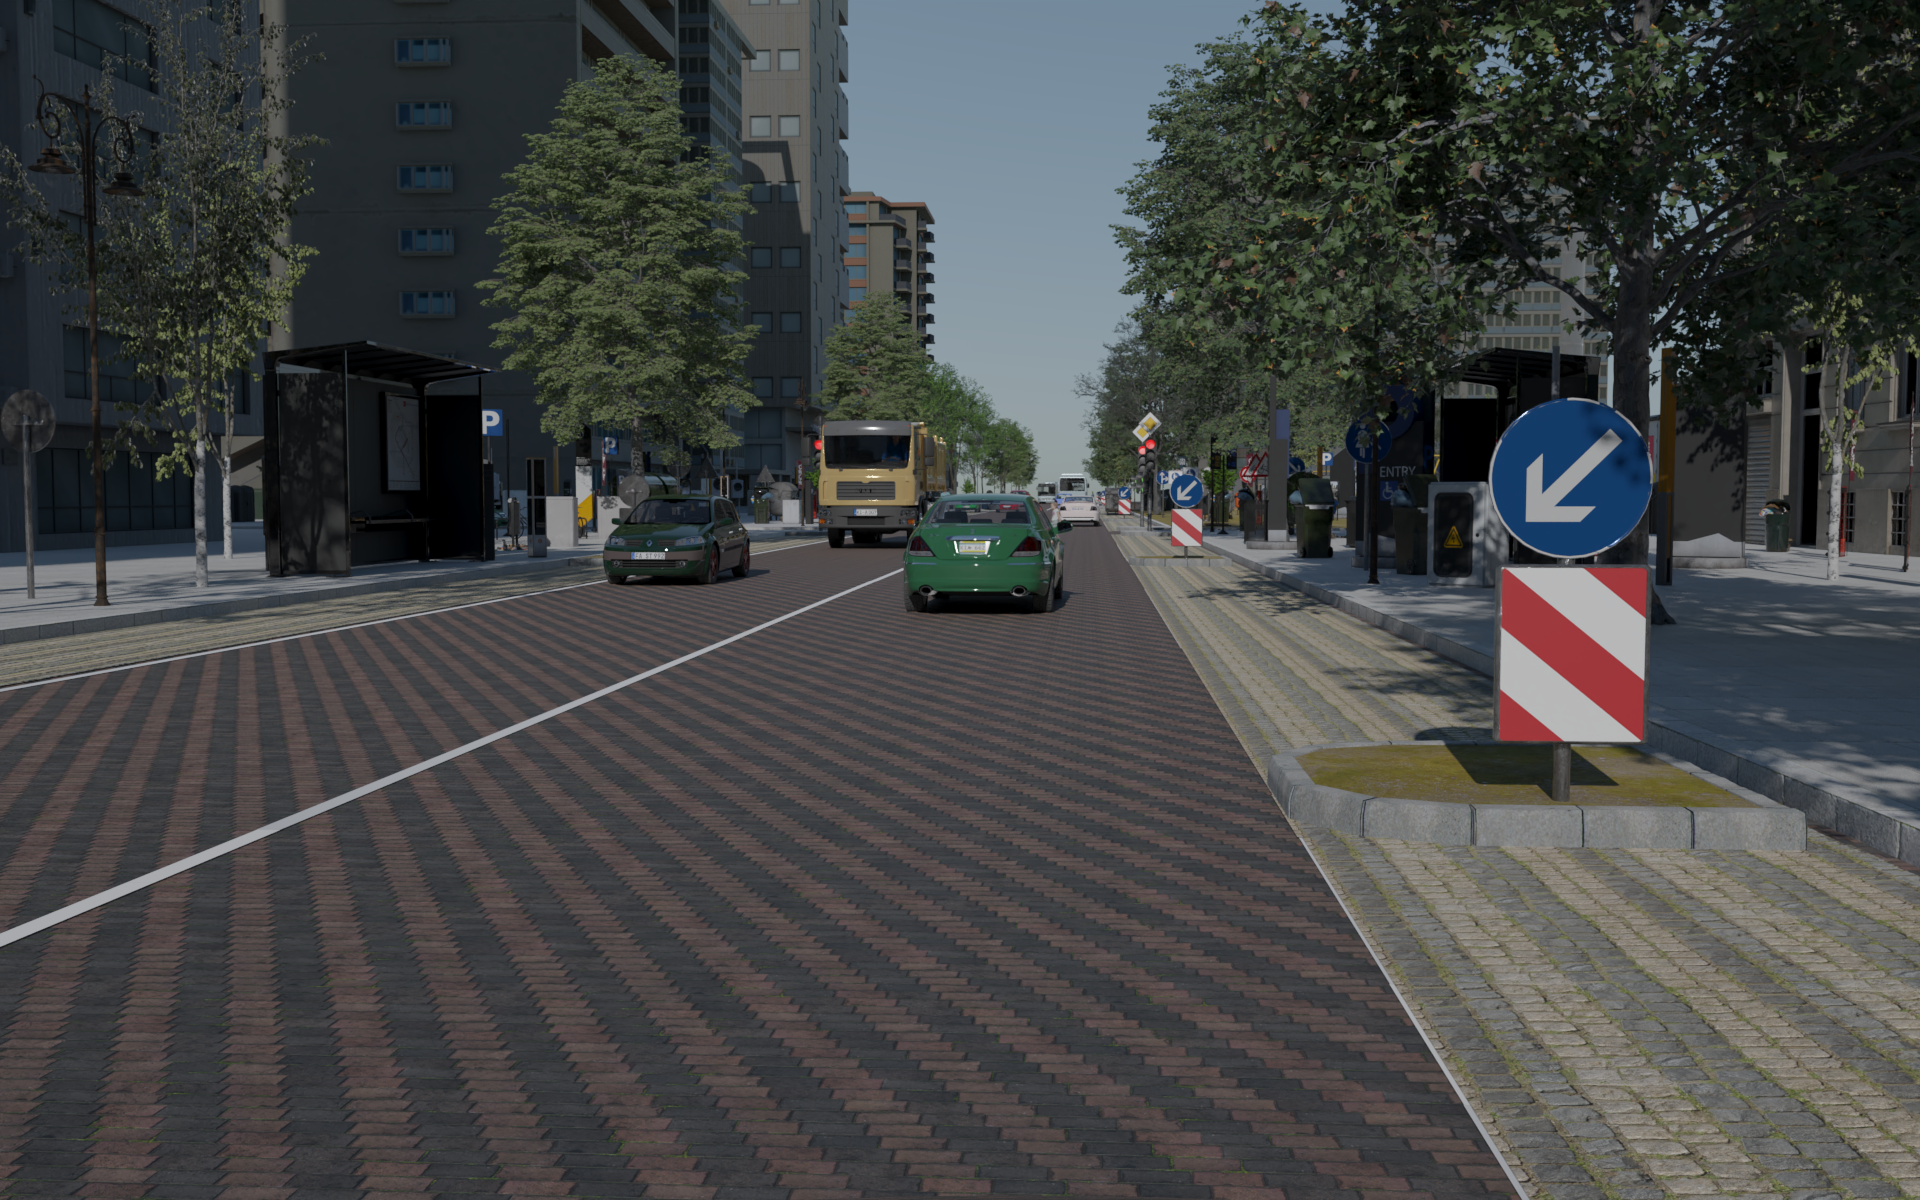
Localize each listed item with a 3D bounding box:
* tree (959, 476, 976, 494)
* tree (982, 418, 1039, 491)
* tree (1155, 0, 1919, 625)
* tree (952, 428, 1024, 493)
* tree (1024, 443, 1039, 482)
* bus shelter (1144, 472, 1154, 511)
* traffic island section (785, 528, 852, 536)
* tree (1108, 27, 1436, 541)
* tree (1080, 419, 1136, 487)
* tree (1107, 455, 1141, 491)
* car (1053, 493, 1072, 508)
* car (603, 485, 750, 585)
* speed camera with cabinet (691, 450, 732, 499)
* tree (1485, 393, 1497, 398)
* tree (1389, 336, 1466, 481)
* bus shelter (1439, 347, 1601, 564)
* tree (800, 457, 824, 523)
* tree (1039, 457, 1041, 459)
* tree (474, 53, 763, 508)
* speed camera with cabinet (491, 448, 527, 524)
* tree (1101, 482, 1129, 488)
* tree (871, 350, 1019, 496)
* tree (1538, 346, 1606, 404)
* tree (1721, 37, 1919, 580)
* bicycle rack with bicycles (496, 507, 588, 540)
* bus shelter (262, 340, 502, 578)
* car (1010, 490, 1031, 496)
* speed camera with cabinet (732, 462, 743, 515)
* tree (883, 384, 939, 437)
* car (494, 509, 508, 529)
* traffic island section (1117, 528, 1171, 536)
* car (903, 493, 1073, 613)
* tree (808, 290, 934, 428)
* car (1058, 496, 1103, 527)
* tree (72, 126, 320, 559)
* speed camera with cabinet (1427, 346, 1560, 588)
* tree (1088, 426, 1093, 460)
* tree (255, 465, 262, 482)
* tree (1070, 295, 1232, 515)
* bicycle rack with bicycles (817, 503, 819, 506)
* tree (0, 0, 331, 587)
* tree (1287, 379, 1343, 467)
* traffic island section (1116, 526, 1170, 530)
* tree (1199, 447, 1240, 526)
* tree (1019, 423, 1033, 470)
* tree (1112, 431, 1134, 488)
[{"bbox_3d":[0.696,-10.905,172.905,1.663,3.219,1.824,0,3,0],"label":"tree"},{"bbox_3d":[7.015,-20.691,256.431,7.486,12.596,7.792,0,3,0],"label":"tree"},{"bbox_3d":[6.768,-6.114,16.972,9.611,12.733,9.660,0,3,0],"label":"tree"},{"bbox_3d":[2.386,-16.455,203.446,7.601,10.594,8.767,-1,4,-13],"label":"tree"},{"bbox_3d":[9.408,-21.467,285.402,7.601,10.594,8.767,1,4,17],"label":"tree"},{"bbox_3d":[14.752,-8.833,135.709,1.731,3.624,6.357,0,4,4],"label":"bus shelter"},{"bbox_3d":[-4.872,-2.331,60.396,2.009,0.180,2.903,0,4,4],"label":"traffic island section"},{"bbox_3d":[8.653,-8.559,46.602,9.857,13.997,8.962,0,3,0],"label":"tree"},{"bbox_3d":[19.741,-17.922,210.031,9.611,12.733,9.660,0,3,0],"label":"tree"},{"bbox_3d":[21.357,-16.896,226.616,4.360,8.622,3.978,0,3,0],"label":"tree"},{"bbox_3d":[8.366,-7.889,138.571,1.945,1.707,3.694,0,4,4],"label":"car"},{"bbox_3d":[-4.644,-1.158,28.726,2.009,1.686,4.222,0,4,5],"label":"car"},{"bbox_3d":[-11.438,-5.106,77.813,2.038,3.252,0.660,0,4,6],"label":"speed camera with cabinet"},{"bbox_3d":[37.152,-10.442,121.086,4.737,8.622,4.395,0,3,0],"label":"tree"},{"bbox_3d":[19.799,-7.717,76.527,4.360,8.622,3.978,0,3,0],"label":"tree"},{"bbox_3d":[9.620,-2.412,30.719,1.731,3.624,6.357,0,4,4],"label":"bus shelter"},{"bbox_3d":[-5.914,-5.019,76.668,1.663,3.219,1.824,0,3,0],"label":"tree"},{"bbox_3d":[10.294,-23.512,302.543,7.486,12.596,7.792,0,3,0],"label":"tree"},{"bbox_3d":[-8.934,-7.790,45.487,7.486,12.596,7.792,0,3,0],"label":"tree"},{"bbox_3d":[-19.775,-4.942,75.136,2.038,3.252,0.660,-3,5,-40],"label":"speed camera with cabinet"},{"bbox_3d":[26.453,-22.739,289.905,7.486,12.596,7.792,0,3,0],"label":"tree"},{"bbox_3d":[-2.828,-12.203,125.272,9.928,11.665,9.643,0,3,0],"label":"tree"},{"bbox_3d":[29.449,-8.267,85.520,4.737,8.622,4.395,0,3,0],"label":"tree"},{"bbox_3d":[13.255,-4.598,25.542,4.737,8.622,4.395,0,3,0],"label":"tree"},{"bbox_3d":[-11.648,-2.187,49.134,2.852,0.926,2.925,2,4,26],"label":"bicycle rack with bicycles"},{"bbox_3d":[-9.694,-2.347,29.659,1.731,3.624,6.357,0,4,4],"label":"bus shelter"},{"bbox_3d":[5.455,-9.309,160.872,2.281,1.827,5.304,0,4,5],"label":"car"},{"bbox_3d":[-14.499,-6.914,107.387,2.038,3.252,0.660,-1,4,-18],"label":"speed camera with cabinet"},{"bbox_3d":[-3.274,-9.886,112.005,4.737,8.622,4.395,0,3,0],"label":"tree"},{"bbox_3d":[-19.484,-3.273,65.315,4.920,1.459,2.131,0,4,3],"label":"car"},{"bbox_3d":[6.539,-2.280,59.565,2.009,0.180,2.903,0,4,4],"label":"traffic island section"},{"bbox_3d":[0.374,-0.650,22.423,2.131,1.459,4.920,0,4,6],"label":"car"},{"bbox_3d":[-4.838,-10.929,96.811,7.486,12.596,7.792,0,3,0],"label":"tree"},{"bbox_3d":[5.351,-3.990,77.602,2.083,1.381,4.827,0,4,5],"label":"car"},{"bbox_3d":[-14.761,-5.125,34.153,4.737,8.622,4.395,0,3,0],"label":"tree"},{"bbox_3d":[7.399,-1.794,23.670,0.660,3.252,2.038,-3,4,-38],"label":"speed camera with cabinet"},{"bbox_3d":[14.293,-13.332,124.627,9.857,13.997,8.962,0,3,0],"label":"tree"},{"bbox_3d":[-21.129,-3.648,54.245,1.663,3.219,1.824,0,3,0],"label":"tree"},{"bbox_3d":[11.977,-12.010,106.737,12.009,13.543,11.850,0,3,0],"label":"tree"},{"bbox_3d":[-9.161,-6.819,124.866,2.925,0.926,2.852,0,4,0],"label":"bicycle rack with bicycles"},{"bbox_3d":[-10.696,-4.486,23.708,4.360,8.622,3.978,0,3,0],"label":"tree"},{"bbox_3d":[21.079,-9.541,106.361,4.737,8.622,4.395,0,3,0],"label":"tree"},{"bbox_3d":[7.117,-2.767,67.529,2.009,0.180,2.903,0,4,4],"label":"traffic island section"},{"bbox_3d":[10.843,-4.749,72.252,1.663,3.219,1.824,0,3,0],"label":"tree"},{"bbox_3d":[-0.555,-13.845,152.124,9.928,11.665,9.643,0,3,0],"label":"tree"},{"bbox_3d":[17.405,-13.949,178.432,4.737,8.622,4.395,0,3,0],"label":"tree"}]
